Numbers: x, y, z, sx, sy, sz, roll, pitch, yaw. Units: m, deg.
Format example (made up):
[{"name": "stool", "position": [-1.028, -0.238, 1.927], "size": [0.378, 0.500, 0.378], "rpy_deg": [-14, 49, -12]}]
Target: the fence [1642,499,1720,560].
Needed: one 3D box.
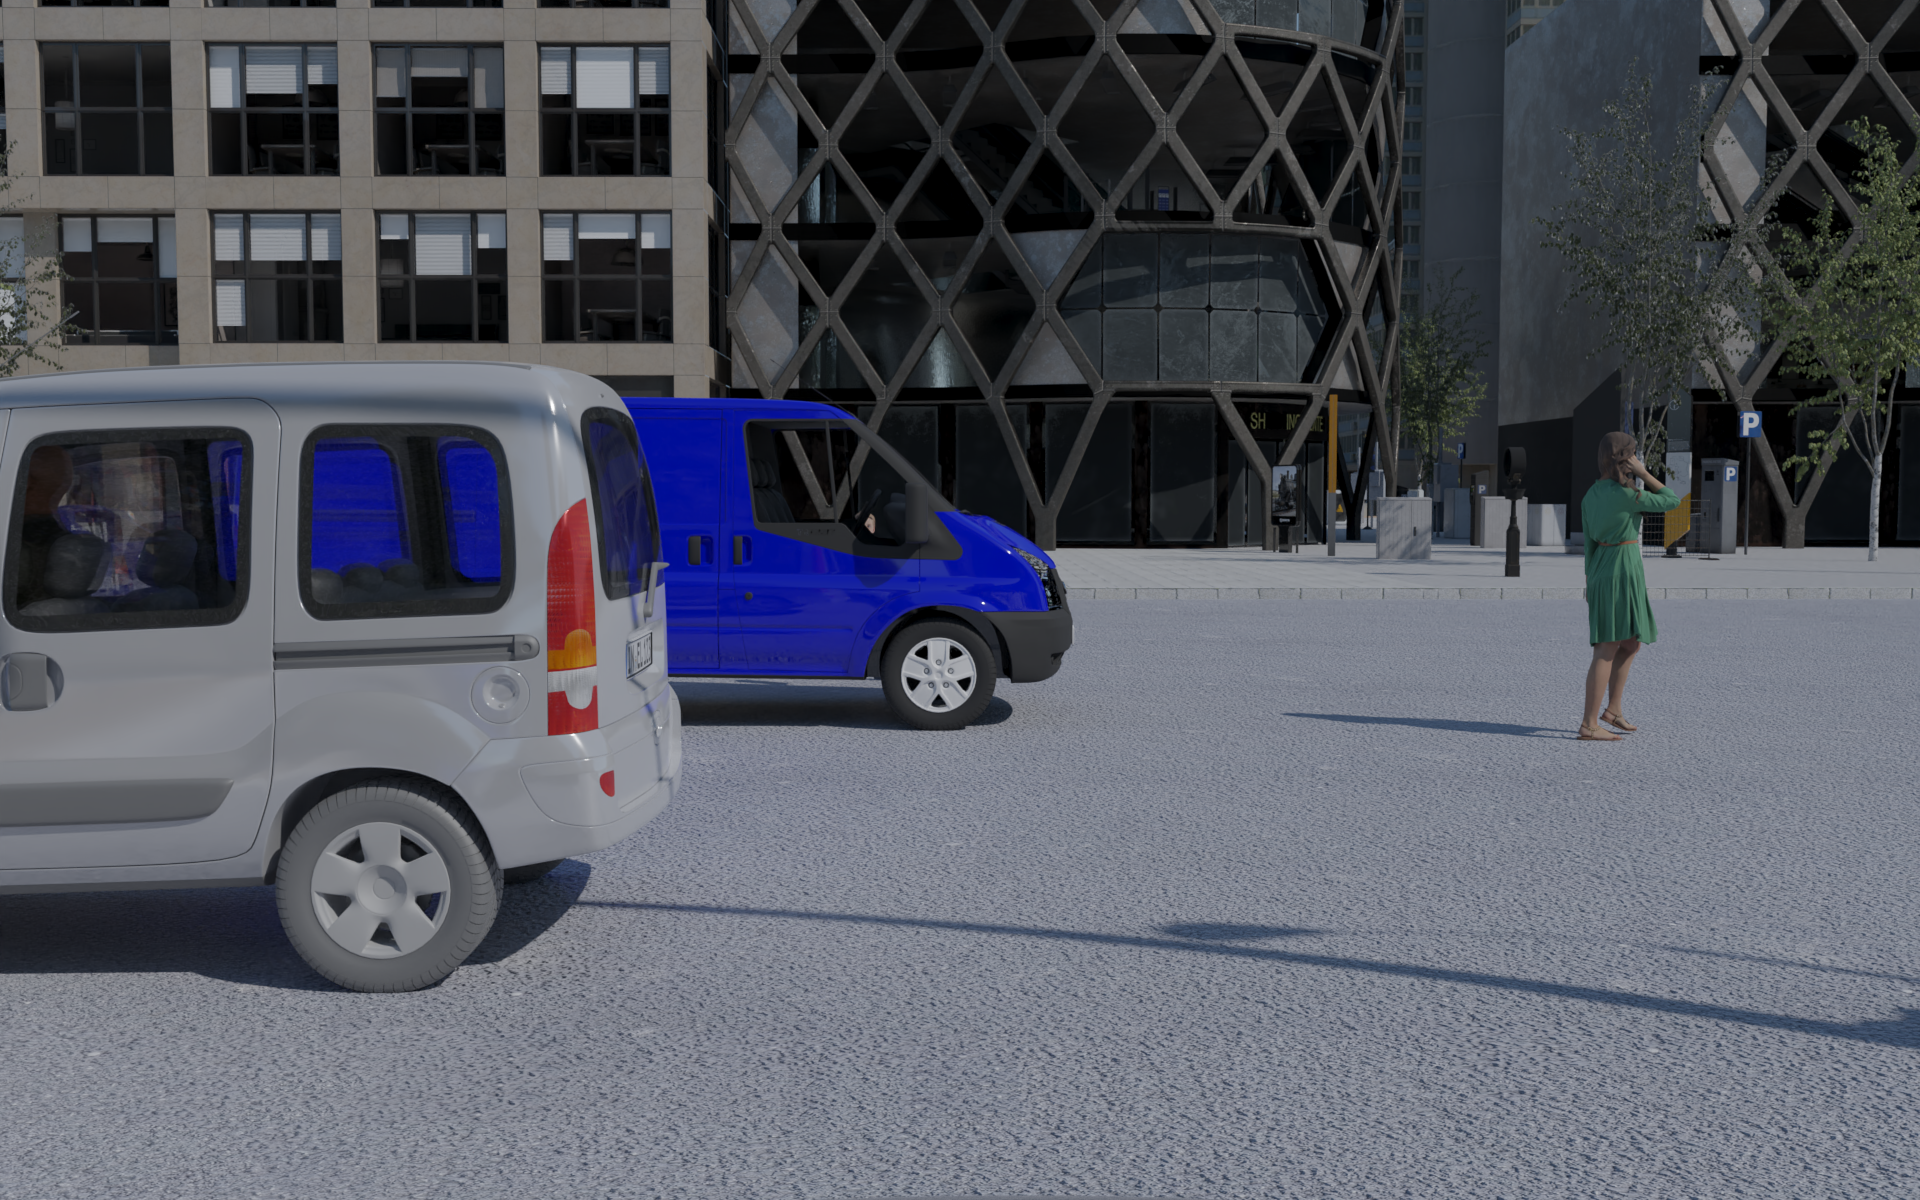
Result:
[{"name": "fence", "position": [13.545, -1.368, 33.572], "size": [2.264, 1.192, 0.480], "rpy_deg": [0, 4, -7]}]

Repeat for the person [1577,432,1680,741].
[{"name": "person", "position": [3.826, -0.087, 10.170], "size": [0.529, 1.795, 0.600], "rpy_deg": [-2, 4, -24]}]

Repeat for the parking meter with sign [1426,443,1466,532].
[{"name": "parking meter with sign", "position": [16.215, -3.826, 58.816], "size": [1.738, 3.016, 0.543], "rpy_deg": [0, 4, -5]}]

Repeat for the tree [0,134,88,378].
[{"name": "tree", "position": [-19.714, -5.120, 34.068], "size": [4.360, 8.622, 3.978], "rpy_deg": [0, 3, 0]}]

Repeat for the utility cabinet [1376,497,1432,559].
[{"name": "utility cabinet", "position": [8.734, -1.402, 34.085], "size": [1.020, 1.237, 0.306], "rpy_deg": [0, 4, 3]}]

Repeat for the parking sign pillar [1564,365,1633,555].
[{"name": "parking sign pillar", "position": [13.666, -2.959, 36.849], "size": [1.447, 3.967, 1.447], "rpy_deg": [-2, 4, -27]}]

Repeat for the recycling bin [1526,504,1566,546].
[{"name": "recycling bin", "position": [14.495, -1.856, 42.896], "size": [0.722, 1.027, 0.722], "rpy_deg": [-1, 4, -15]}]

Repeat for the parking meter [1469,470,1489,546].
[{"name": "parking meter", "position": [12.819, -2.268, 42.794], "size": [0.399, 1.863, 0.255], "rpy_deg": [-1, 4, -9]}]

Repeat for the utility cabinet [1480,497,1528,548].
[{"name": "utility cabinet", "position": [12.881, -1.826, 41.023], "size": [1.020, 1.237, 0.306], "rpy_deg": [0, 4, -1]}]

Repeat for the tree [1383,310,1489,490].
[{"name": "tree", "position": [18.596, -7.274, 69.286], "size": [4.737, 8.622, 4.395], "rpy_deg": [0, 3, 0]}]

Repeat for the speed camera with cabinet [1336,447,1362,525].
[{"name": "speed camera with cabinet", "position": [16.351, -4.816, 73.075], "size": [2.038, 3.252, 0.660], "rpy_deg": [-1, 4, -22]}]

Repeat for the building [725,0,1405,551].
[{"name": "building", "position": [2.946, -10.949, 46.465], "size": [16.811, 18.784, 16.820], "rpy_deg": [0, 4, 0]}]

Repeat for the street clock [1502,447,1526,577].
[{"name": "street clock", "position": [8.566, -1.360, 26.801], "size": [0.358, 2.002, 0.471], "rpy_deg": [0, 4, 2]}]

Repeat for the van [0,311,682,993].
[{"name": "van", "position": [-3.018, 0.081, 5.682], "size": [4.112, 2.044, 2.013], "rpy_deg": [0, 4, -1]}]

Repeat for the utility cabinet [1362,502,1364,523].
[{"name": "utility cabinet", "position": [17.208, -3.968, 76.044], "size": [1.020, 1.237, 0.306], "rpy_deg": [0, 4, 4]}]

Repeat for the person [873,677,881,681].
[{"name": "person", "position": [-0.741, -0.040, 13.424], "size": [0.640, 1.303, 0.475], "rpy_deg": [1, 4, 16]}]

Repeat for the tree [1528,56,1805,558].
[{"name": "tree", "position": [12.070, -4.868, 29.951], "size": [4.360, 8.622, 3.978], "rpy_deg": [0, 3, 0]}]

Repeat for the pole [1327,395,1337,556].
[{"name": "pole", "position": [7.675, -2.560, 35.694], "size": [0.158, 3.312, 0.155], "rpy_deg": [0, 3, 0]}]

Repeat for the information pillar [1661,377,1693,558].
[{"name": "information pillar", "position": [14.346, -2.645, 34.607], "size": [0.183, 3.616, 0.504], "rpy_deg": [-3, 5, -44]}]

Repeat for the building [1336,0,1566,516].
[{"name": "building", "position": [37.104, -25.384, 106.909], "size": [32.217, 40.220, 23.993], "rpy_deg": [0, 4, 0]}]

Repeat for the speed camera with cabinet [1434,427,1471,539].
[{"name": "speed camera with cabinet", "position": [14.380, -3.433, 50.468], "size": [0.660, 3.252, 2.038], "rpy_deg": [0, 4, -1]}]

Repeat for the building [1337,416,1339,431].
[{"name": "building", "position": [28.130, -22.581, 140.907], "size": [14.160, 30.474, 14.107], "rpy_deg": [0, 4, 0]}]

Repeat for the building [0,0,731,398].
[{"name": "building", "position": [-22.814, -14.887, 47.916], "size": [34.151, 26.468, 19.350], "rpy_deg": [0, 4, 0]}]

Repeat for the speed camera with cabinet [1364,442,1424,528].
[{"name": "speed camera with cabinet", "position": [16.481, -4.358, 65.591], "size": [2.038, 3.252, 0.660], "rpy_deg": [2, 4, 33]}]

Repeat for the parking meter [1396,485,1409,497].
[{"name": "parking meter", "position": [12.533, -2.493, 49.175], "size": [0.372, 1.533, 0.369], "rpy_deg": [0, 3, 0]}]

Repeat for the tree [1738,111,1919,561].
[{"name": "tree", "position": [17.437, -5.060, 33.091], "size": [4.737, 8.622, 4.395], "rpy_deg": [0, 3, 0]}]

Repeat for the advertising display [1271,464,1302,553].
[{"name": "advertising display", "position": [7.123, -1.996, 37.849], "size": [0.123, 1.923, 0.974], "rpy_deg": [-2, 4, -24]}]

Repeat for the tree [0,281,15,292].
[{"name": "tree", "position": [-17.280, -4.673, 26.773], "size": [4.737, 8.622, 4.395], "rpy_deg": [0, 3, 0]}]

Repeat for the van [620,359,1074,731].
[{"name": "van", "position": [-1.886, -0.423, 11.303], "size": [5.245, 2.365, 2.240], "rpy_deg": [0, 3, 0]}]

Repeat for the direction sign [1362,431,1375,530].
[{"name": "direction sign", "position": [14.746, -4.316, 62.563], "size": [0.379, 3.537, 0.876], "rpy_deg": [3, 5, 43]}]

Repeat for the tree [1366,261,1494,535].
[{"name": "tree", "position": [14.562, -6.350, 54.182], "size": [4.360, 8.622, 3.978], "rpy_deg": [0, 3, 0]}]

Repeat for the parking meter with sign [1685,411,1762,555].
[{"name": "parking meter with sign", "position": [16.368, -2.510, 37.301], "size": [0.543, 3.016, 1.738], "rpy_deg": [-1, 4, -17]}]

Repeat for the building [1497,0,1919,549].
[{"name": "building", "position": [25.575, -10.956, 46.584], "size": [16.811, 18.784, 16.820], "rpy_deg": [0, 4, 0]}]
